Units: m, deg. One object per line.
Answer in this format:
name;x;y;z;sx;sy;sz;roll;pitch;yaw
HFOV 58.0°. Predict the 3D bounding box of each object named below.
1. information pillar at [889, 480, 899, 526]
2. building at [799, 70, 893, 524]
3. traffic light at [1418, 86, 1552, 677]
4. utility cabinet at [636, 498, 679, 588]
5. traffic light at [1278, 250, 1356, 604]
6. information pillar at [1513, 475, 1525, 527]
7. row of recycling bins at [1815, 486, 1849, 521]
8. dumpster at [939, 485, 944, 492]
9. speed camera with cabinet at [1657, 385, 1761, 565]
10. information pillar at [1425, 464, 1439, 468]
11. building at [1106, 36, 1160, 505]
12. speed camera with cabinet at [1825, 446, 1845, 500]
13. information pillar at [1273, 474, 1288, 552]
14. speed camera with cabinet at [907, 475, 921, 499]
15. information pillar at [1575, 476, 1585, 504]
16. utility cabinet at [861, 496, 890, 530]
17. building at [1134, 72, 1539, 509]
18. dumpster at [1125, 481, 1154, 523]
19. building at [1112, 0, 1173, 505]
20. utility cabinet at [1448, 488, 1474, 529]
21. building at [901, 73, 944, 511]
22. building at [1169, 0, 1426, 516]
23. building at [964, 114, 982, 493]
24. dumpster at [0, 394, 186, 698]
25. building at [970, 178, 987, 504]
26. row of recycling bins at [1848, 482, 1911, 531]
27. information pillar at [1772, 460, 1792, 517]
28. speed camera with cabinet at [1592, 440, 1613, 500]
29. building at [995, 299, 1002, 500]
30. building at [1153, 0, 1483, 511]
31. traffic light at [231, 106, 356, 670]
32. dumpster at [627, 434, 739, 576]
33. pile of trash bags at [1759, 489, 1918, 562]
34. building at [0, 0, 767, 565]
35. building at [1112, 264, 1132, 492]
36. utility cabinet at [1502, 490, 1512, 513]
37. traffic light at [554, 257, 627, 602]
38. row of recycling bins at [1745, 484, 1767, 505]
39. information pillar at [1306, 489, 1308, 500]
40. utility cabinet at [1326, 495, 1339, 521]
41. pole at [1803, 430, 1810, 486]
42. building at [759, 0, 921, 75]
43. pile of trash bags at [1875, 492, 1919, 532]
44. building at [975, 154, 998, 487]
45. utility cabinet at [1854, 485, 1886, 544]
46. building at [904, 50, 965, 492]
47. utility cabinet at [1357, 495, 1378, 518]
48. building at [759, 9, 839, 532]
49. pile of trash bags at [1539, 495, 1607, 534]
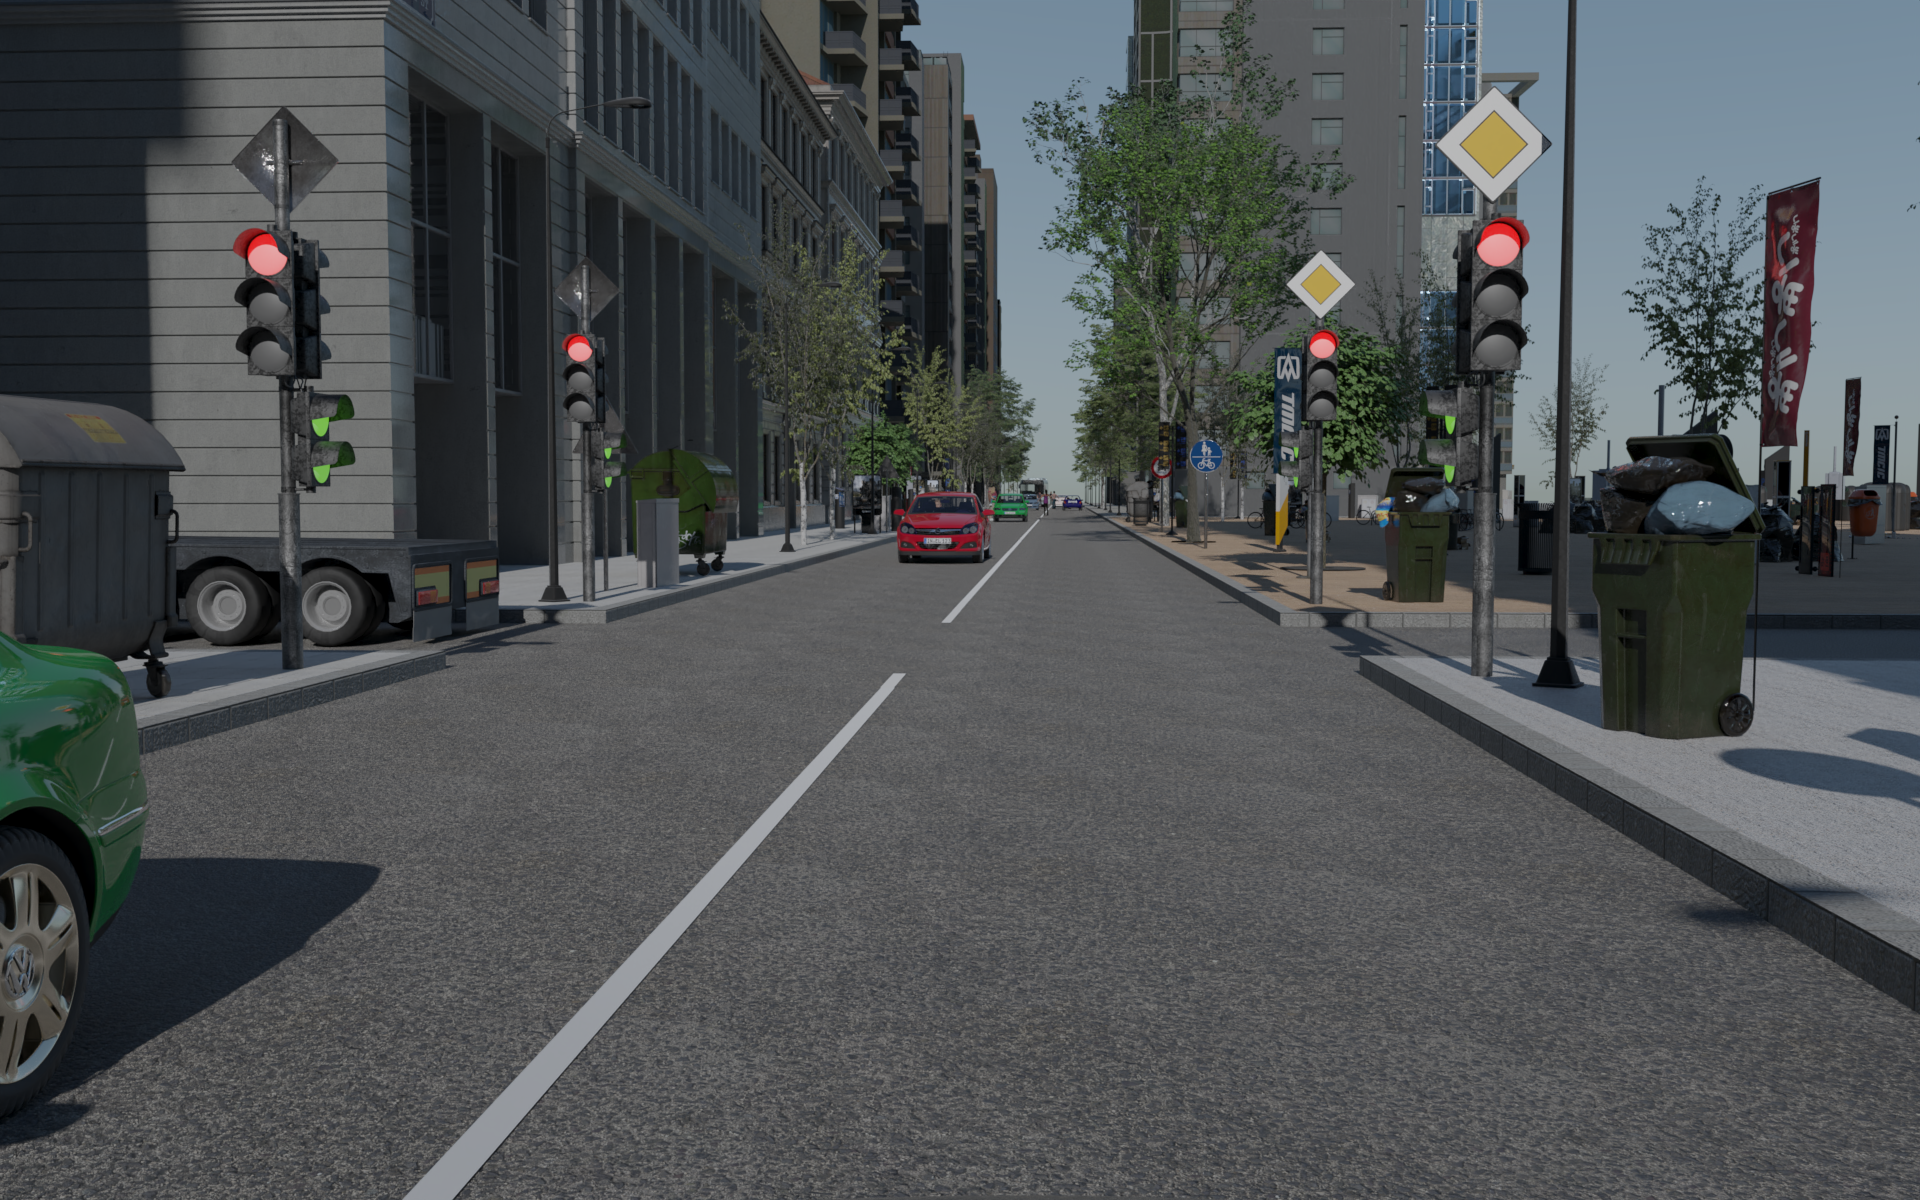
information pillar;-2.668;-3.996;69.819;0.304;2.012;0.304;3;4;37
building;-10.015;-15.133;83.587;11.583;22.565;21.152;0;4;3
traffic light;3.665;-1.418;12.112;0.839;4.253;0.868;0;4;3
utility cabinet;-4.231;-0.801;24.252;0.306;1.237;1.020;1;4;9
traffic light;4.135;-1.906;20.084;0.839;4.253;0.868;0;4;3
information pillar;21.521;-3.802;66.658;0.304;2.012;0.304;-1;4;-20
row of recycling bins;42.338;-4.686;83.723;1.069;1.692;3.534;0;4;-2
dumpster;-1.421;-4.595;80.893;1.264;1.857;1.865;0;4;3
speed camera with cabinet;13.426;-2.274;31.511;2.038;3.252;0.660;1;4;12
information pillar;10.578;-2.096;38.767;0.304;2.012;0.304;0;4;5
building;31.560;-56.498;236.414;22.319;86.520;31.000;0;4;3
speed camera with cabinet;36.865;-4.718;71.468;2.038;3.252;0.660;3;4;37
information pillar;7.132;-2.874;38.345;0.183;3.616;0.504;2;4;33
speed camera with cabinet;-2.119;-5.813;89.385;0.660;3.252;2.038;1;4;21
information pillar;24.745;-3.955;69.157;0.304;2.012;0.304;0;4;-6
utility cabinet;-2.988;-3.068;61.318;1.020;1.237;0.306;0;4;8
building;32.027;-28.302;154.615;32.217;40.220;23.993;0;4;3
dumpster;8.121;-4.444;78.411;1.264;1.857;1.865;0;4;3
building;28.042;-46.391;196.743;20.563;71.187;20.611;0;4;3
utility cabinet;18.046;-3.301;62.645;0.318;1.500;1.173;-2;4;-25
building;-17.151;-27.283;137.950;32.217;40.220;23.993;0;4;3
building;19.819;-25.790;105.269;14.154;41.232;14.086;0;4;3
building;-8.951;-33.155;196.707;22.147;44.769;28.867;0;4;3
dumpster;-5.595;-0.271;10.194;1.264;1.857;1.865;0;4;3
building;-3.967;-32.715;218.480;14.154;41.232;14.086;0;4;3
row of recycling bins;32.206;-3.251;60.274;3.534;1.692;1.069;-3;5;-45
information pillar;17.907;-2.035;37.765;0.304;2.012;0.304;1;4;12
speed camera with cabinet;24.053;-4.261;64.003;0.660;3.252;2.038;3;5;44
building;-1.331;-29.094;247.390;14.160;30.474;14.107;0;4;3
building;25.699;-49.750;126.081;22.319;86.520;31.000;0;4;3
traffic light;-4.882;-1.448;12.598;0.839;4.253;0.868;0;4;3
dumpster;-4.480;-1.553;27.884;1.502;2.255;1.985;0;4;3
pile of trash bags;16.304;-1.456;33.555;3.447;1.369;1.912;-1;4;-15
building;-12.263;-15.924;37.850;11.434;29.767;29.804;0;4;3
building;26.036;-27.168;215.899;14.160;30.474;14.107;0;4;3
utility cabinet;27.878;-4.865;88.221;0.318;1.500;1.173;2;4;27
traffic light;-4.412;-1.936;20.570;0.839;4.253;0.868;0;4;3
row of recycling bins;33.093;-4.065;73.577;3.534;1.692;1.069;-3;4;-38
information pillar;18.233;-6.036;90.036;0.504;3.616;0.183;-1;4;-15
utility cabinet;17.679;-4.376;82.713;1.020;1.237;0.306;-3;5;-41
pole;27.005;-3.759;55.309;0.158;3.312;0.155;0;3;0
building;-14.089;-27.876;110.396;22.147;44.769;28.867;0;4;3
pile of trash bags;35.172;-3.241;62.745;1.912;1.369;3.447;0;4;-3
building;-2.143;-35.613;232.388;14.600;45.320;14.200;0;4;3
utility cabinet;23.177;-2.169;44.143;1.173;1.500;0.318;-3;5;-40
building;-6.998;-28.915;156.360;14.154;41.232;14.086;0;4;3
utility cabinet;21.610;-4.931;91.783;1.020;1.237;0.306;2;4;25
building;-10.909;-12.165;63.530;10.561;19.102;19.286;0;4;3
pile of trash bags;20.663;-2.893;57.060;3.447;1.369;1.912;-3;5;-41
